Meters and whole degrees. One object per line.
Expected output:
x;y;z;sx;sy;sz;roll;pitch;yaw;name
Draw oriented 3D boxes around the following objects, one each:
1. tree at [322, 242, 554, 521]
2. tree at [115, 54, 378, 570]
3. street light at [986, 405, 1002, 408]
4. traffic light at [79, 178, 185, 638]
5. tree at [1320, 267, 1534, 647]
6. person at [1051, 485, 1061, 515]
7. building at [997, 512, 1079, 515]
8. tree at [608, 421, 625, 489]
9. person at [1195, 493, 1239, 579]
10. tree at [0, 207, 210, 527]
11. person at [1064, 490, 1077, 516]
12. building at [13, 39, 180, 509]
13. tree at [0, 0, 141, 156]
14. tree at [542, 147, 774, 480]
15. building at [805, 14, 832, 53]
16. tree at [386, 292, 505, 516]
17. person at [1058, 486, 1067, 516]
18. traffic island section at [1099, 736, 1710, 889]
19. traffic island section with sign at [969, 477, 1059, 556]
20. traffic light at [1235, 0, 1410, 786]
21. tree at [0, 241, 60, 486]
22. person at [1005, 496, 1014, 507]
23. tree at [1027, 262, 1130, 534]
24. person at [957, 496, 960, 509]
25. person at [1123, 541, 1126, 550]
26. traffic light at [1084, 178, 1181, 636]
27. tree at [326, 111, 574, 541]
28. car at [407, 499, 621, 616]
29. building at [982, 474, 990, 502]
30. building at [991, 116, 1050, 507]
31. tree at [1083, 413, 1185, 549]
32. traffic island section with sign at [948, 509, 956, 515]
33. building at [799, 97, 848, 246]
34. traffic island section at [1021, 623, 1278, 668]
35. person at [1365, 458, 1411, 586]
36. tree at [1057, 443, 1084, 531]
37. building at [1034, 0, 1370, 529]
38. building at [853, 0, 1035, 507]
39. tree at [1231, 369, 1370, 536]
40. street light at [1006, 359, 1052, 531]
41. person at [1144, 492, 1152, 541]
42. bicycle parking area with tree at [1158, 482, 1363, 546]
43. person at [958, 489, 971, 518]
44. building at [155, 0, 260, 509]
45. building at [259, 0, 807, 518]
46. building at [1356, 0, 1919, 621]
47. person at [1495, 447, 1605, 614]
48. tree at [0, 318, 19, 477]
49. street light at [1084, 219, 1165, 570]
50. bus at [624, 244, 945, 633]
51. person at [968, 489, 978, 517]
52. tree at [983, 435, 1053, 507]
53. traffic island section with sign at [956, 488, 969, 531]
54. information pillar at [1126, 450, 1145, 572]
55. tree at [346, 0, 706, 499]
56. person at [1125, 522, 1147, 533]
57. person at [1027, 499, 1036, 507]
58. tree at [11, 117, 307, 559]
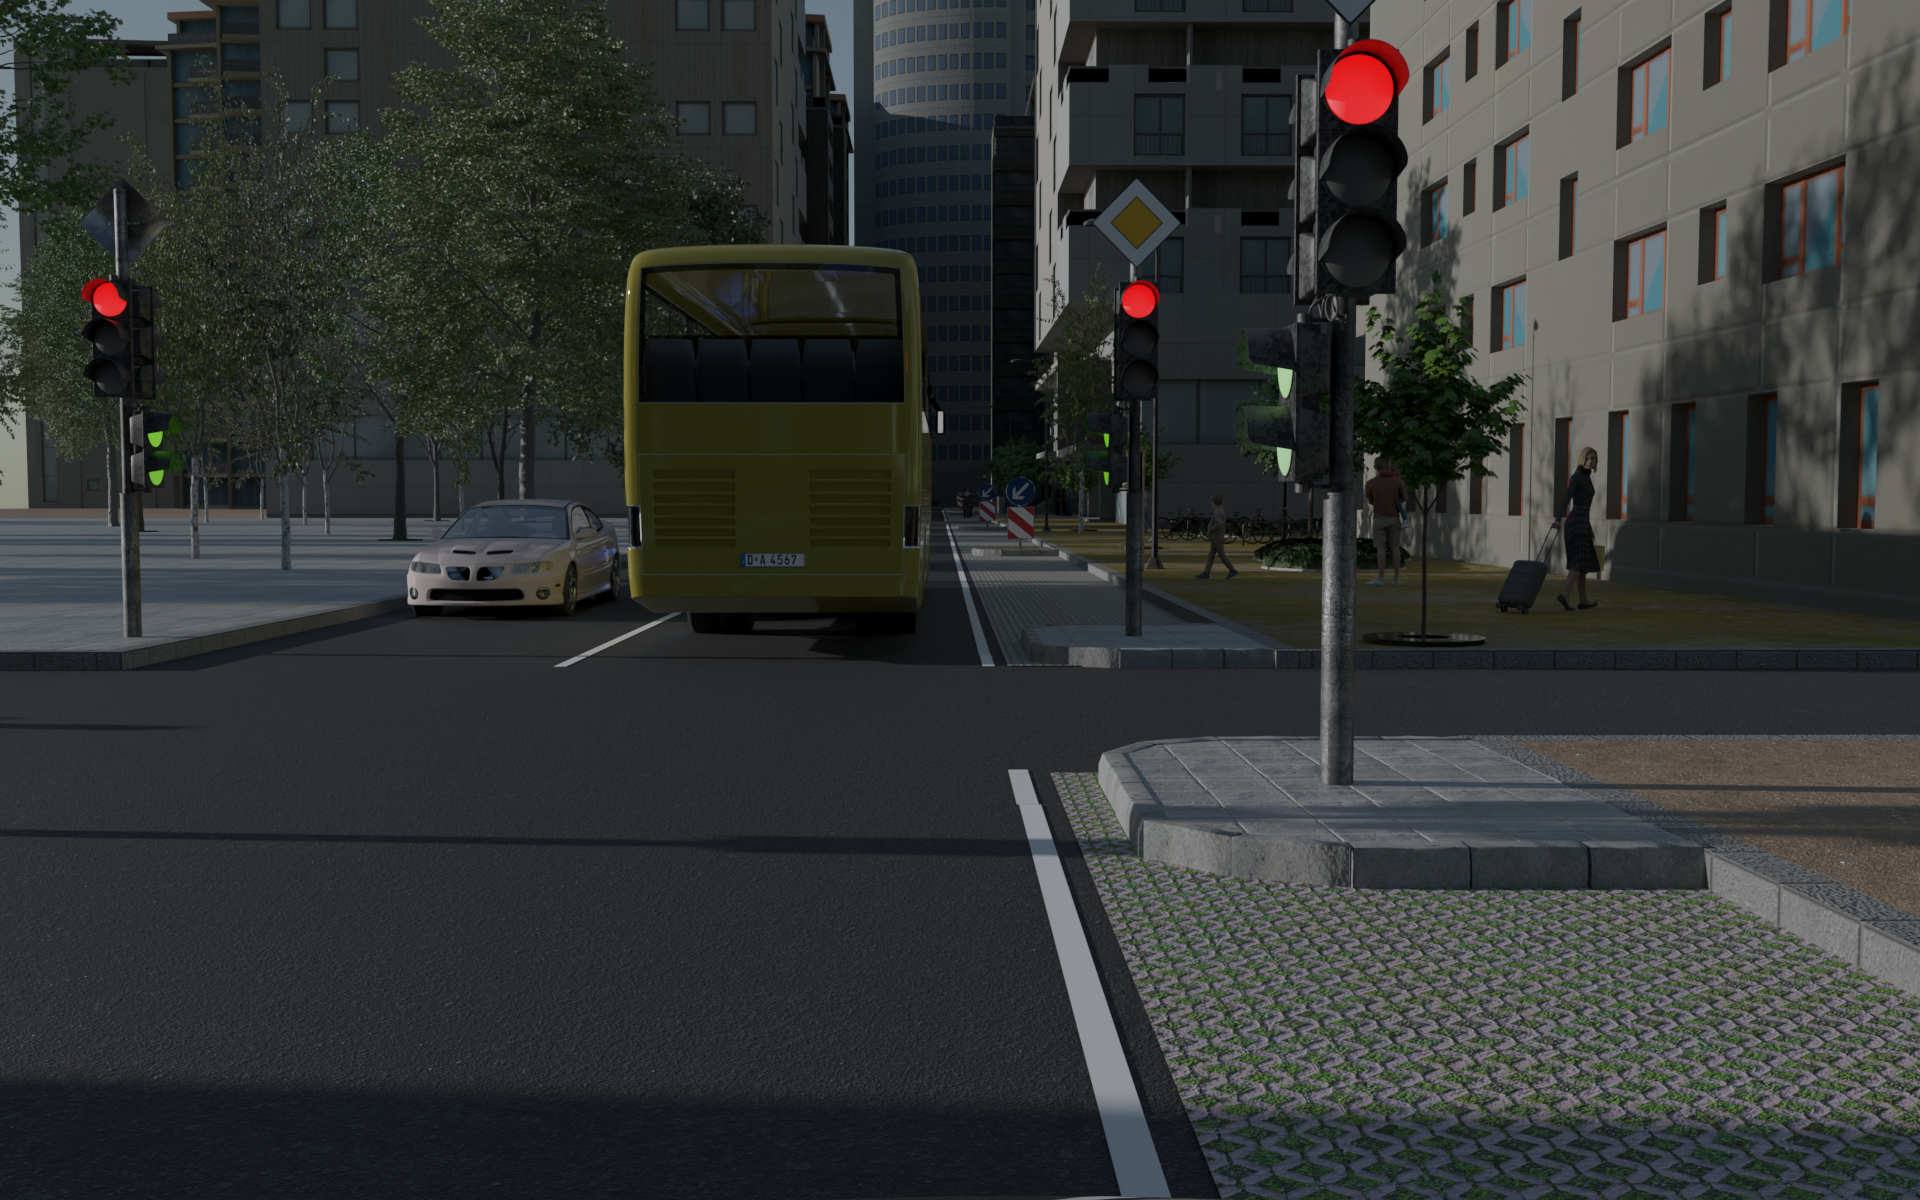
-24.775;-10.471;81.572;12.009;13.543;11.850;0;3;0;tree
-11.541;-4.799;28.831;4.360;8.622;3.978;0;3;0;tree
2.079;-7.228;90.721;1.470;5.913;1.316;0;4;-1;street light
-7.408;-1.621;15.432;0.839;4.253;0.868;0;4;-1;traffic light
4.108;-1.236;14.808;1.663;3.219;1.824;0;3;0;tree
5.850;-5.982;103.983;0.705;1.807;1.348;-1;4;-21;person
18.711;-25.940;116.003;32.217;40.220;23.993;0;4;-1;building
-15.004;-8.345;86.806;4.737;8.622;4.395;0;3;0;tree
3.878;-0.963;26.063;0.640;1.303;0.475;0;4;-1;person
-33.972;-9.179;68.203;7.486;12.596;7.792;0;3;0;tree
6.310;-5.724;99.718;0.705;1.814;1.350;-2;4;-26;person
-75.840;-29.089;159.205;14.086;41.232;14.154;0;4;-1;building
-13.989;-5.818;20.878;9.928;11.665;9.643;0;3;0;tree
-9.002;-8.592;57.493;9.611;12.733;9.660;0;3;0;tree
-24.250;-30.591;154.784;28.867;44.769;22.147;0;4;-1;building
-17.585;-6.716;60.163;4.737;8.622;4.395;0;3;0;tree
6.057;-5.821;101.353;0.705;1.807;1.348;-1;4;-20;person
1.694;0.892;7.692;2.009;0.180;2.903;0;4;-1;traffic island section
1.275;-1.952;40.540;1.989;1.847;2.006;0;4;-1;traffic island section with sign
1.654;-1.141;7.577;0.839;4.253;0.868;0;4;-1;traffic light
-28.244;-6.070;49.610;4.737;8.622;4.395;0;3;0;tree
2.700;-5.313;93.363;0.568;1.767;0.683;-1;4;-9;person
3.991;-6.455;55.902;4.737;8.622;4.395;0;3;0;tree
-0.102;-9.571;168.168;0.628;1.438;0.799;-1;4;-13;person
3.899;-1.763;39.121;0.590;1.304;0.306;-3;4;-36;person
1.552;-1.629;15.562;0.839;4.253;0.868;0;4;-1;traffic light
-15.242;-7.431;47.254;9.928;11.665;9.643;0;3;0;tree
-5.508;-0.582;21.882;2.083;1.381;4.827;0;4;-1;car
18.256;-28.308;154.711;32.217;40.220;23.993;0;4;-1;building
9.411;-22.260;135.659;14.160;30.474;14.107;0;4;-1;building
4.171;-2.821;40.723;1.663;3.219;1.824;0;3;0;tree
0.289;-6.677;117.798;1.989;1.847;2.006;0;4;-1;traffic island section with sign
-15.556;-21.686;126.268;14.160;30.474;14.107;0;4;-1;building
1.592;0.404;15.676;2.009;0.180;2.903;0;4;-1;traffic island section
6.044;-1.123;24.381;0.580;1.828;0.573;-3;5;-43;person
4.378;-4.025;60.418;1.663;3.219;1.824;0;3;0;tree
17.424;-29.796;76.407;28.713;52.752;27.495;0;4;-1;building
2.957;-39.285;184.306;28.212;58.520;21.231;0;4;-1;building
7.619;-3.277;37.295;4.285;4.588;4.351;0;3;0;tree
2.458;-5.339;59.829;1.470;5.913;1.316;0;4;-1;street light
5.033;-2.467;46.977;0.643;1.750;0.593;1;4;13;person
9.701;-3.635;46.437;9.016;4.147;8.231;0;4;6;bicycle parking area with tree
0.274;-5.727;102.937;0.742;1.727;0.445;-1;4;-19;person
-53.470;-30.564;154.351;28.867;44.769;22.147;0;4;-1;building
-23.444;-31.463;103.655;28.713;52.752;27.495;0;4;-1;building
24.037;-11.140;27.181;28.899;21.520;27.650;0;4;-1;building
6.549;-0.782;19.048;1.509;1.804;0.699;-1;4;-22;person
-35.450;-6.777;61.159;4.360;8.622;3.978;0;3;0;tree
2.792;-3.480;29.441;1.470;5.913;1.316;0;4;-1;street light
-1.635;-1.783;20.697;2.896;3.916;12.252;0;4;0;bus
0.785;-6.117;109.323;0.742;1.727;0.445;1;4;13;person
3.027;-7.140;100.458;4.285;4.588;4.351;0;3;0;tree
0.934;-3.600;67.493;1.989;1.847;2.006;0;4;-1;traffic island section with sign
2.906;-1.481;28.703;0.304;2.012;0.304;0;4;6;information pillar
-8.891;-7.275;37.067;7.486;12.596;7.792;0;3;0;tree
5.727;-3.093;56.469;0.748;1.841;0.638;3;5;41;person
4.151;-5.774;103.710;0.557;1.426;1.065;3;5;40;person
-15.260;-5.146;34.497;4.737;8.622;4.395;0;3;0;tree
